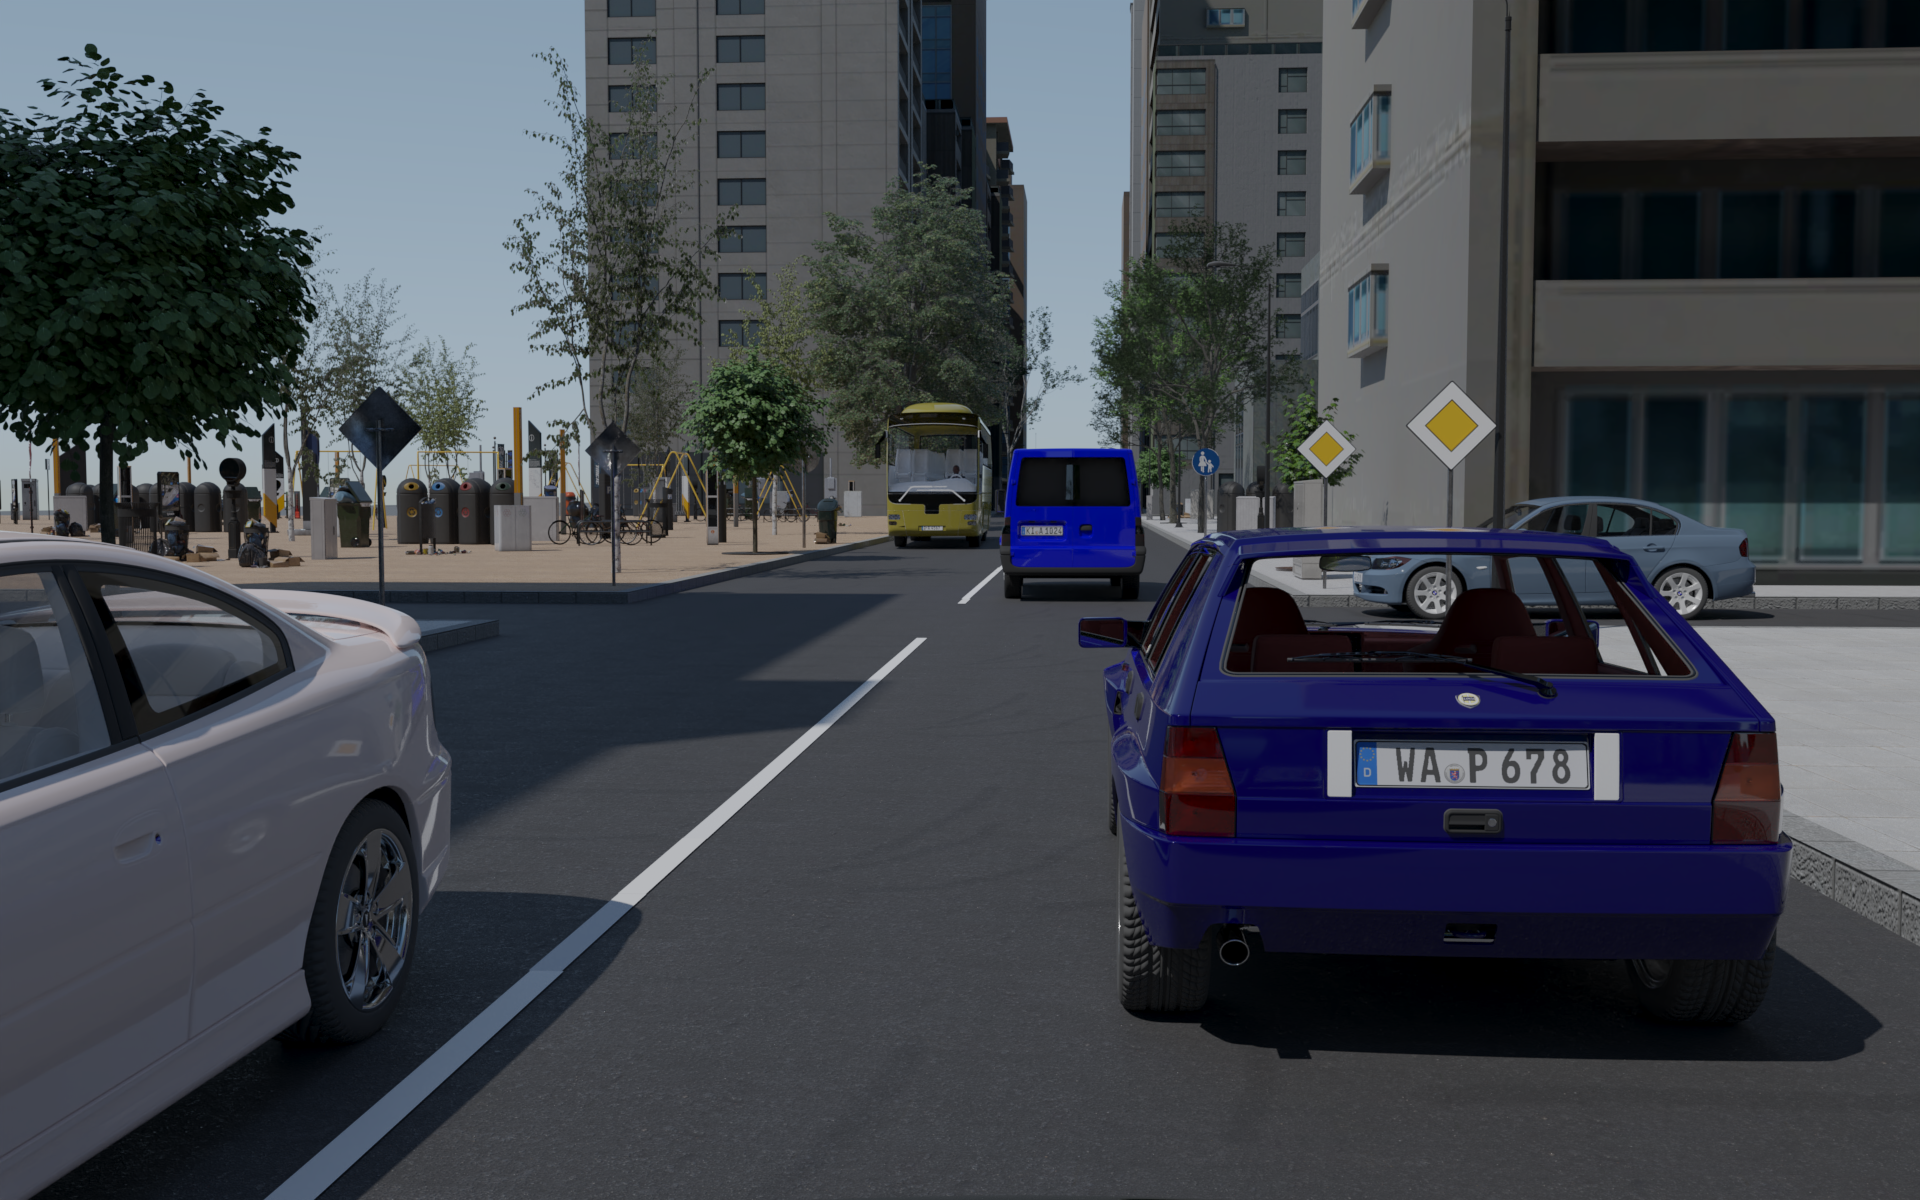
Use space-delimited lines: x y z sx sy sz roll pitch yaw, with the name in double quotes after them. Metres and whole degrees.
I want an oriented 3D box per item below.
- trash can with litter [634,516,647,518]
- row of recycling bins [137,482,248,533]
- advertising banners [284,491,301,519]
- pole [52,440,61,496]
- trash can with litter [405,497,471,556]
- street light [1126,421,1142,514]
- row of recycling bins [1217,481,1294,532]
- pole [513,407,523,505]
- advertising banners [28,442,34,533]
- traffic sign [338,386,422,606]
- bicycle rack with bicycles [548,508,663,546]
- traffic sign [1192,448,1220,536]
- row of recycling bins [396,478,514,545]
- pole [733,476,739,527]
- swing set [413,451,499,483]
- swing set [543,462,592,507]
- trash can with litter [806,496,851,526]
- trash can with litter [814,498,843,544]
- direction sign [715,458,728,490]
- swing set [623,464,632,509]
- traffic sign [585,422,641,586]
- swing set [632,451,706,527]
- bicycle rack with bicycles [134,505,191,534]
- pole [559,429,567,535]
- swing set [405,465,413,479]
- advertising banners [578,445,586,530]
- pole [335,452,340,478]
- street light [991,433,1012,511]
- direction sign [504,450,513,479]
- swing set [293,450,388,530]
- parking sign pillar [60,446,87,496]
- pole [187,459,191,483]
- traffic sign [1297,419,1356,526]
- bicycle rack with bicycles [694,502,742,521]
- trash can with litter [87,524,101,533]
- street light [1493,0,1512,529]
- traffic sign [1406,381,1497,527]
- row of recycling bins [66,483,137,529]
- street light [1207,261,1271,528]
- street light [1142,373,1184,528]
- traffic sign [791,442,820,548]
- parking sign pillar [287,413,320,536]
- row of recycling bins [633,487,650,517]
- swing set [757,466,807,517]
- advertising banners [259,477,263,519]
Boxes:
-16.624 -5.097 94.400 2.233 1.210 1.678 0 4 5 "trash can with litter"
-25.655 -3.132 58.328 3.534 1.692 1.069 1 4 9 "row of recycling bins"
-34.324 -5.714 89.611 2.074 3.025 0.090 3 4 36 "advertising banners"
-31.807 -4.107 60.999 0.158 3.312 0.155 0 3 0 "pole"
-11.125 -1.600 37.211 1.678 1.210 2.233 1 4 16 "trash can with litter"
10.231 -7.693 98.328 1.470 5.913 1.316 0 4 4 "street light"
9.995 -2.965 55.592 3.534 1.692 1.069 -1 4 -13 "row of recycling bins"
-10.365 -2.863 40.660 0.158 3.312 0.155 0 3 0 "pole"
-21.514 -2.685 40.094 0.090 3.025 2.074 -2 4 -28 "advertising banners"
-5.405 -0.766 16.162 0.795 2.450 0.064 0 4 4 "traffic sign"
-8.941 -1.864 43.861 2.925 0.926 2.852 -1 4 -13 "bicycle rack with bicycles"
6.819 -2.933 48.057 0.768 2.556 0.104 1 4 11 "traffic sign"
-12.786 -2.270 44.231 3.534 1.692 1.069 1 4 16 "row of recycling bins"
-8.692 -4.482 67.128 0.158 3.312 0.155 0 3 0 "pole"
-18.235 -4.027 63.457 3.119 2.851 2.862 -1 4 -16 "swing set"
-19.224 -5.298 84.249 2.862 2.851 3.119 0 4 -6 "swing set"
-5.101 -3.574 69.499 1.678 1.210 2.233 -2 4 -25 "trash can with litter"
-3.406 -2.031 44.589 0.624 1.170 1.055 0 4 8 "trash can with litter"
-13.179 -6.319 95.319 0.876 3.537 0.379 0 4 5 "direction sign"
-16.883 -5.736 91.407 3.119 2.851 2.862 1 4 8 "swing set"
-4.831 -1.253 24.127 0.795 2.450 0.064 0 4 4 "traffic sign"
-10.474 -4.116 64.909 2.862 2.851 3.119 0 4 0 "swing set"
-26.075 -2.599 55.877 2.852 0.926 2.925 -1 4 -8 "bicycle rack with bicycles"
-12.496 -3.709 54.489 0.158 3.312 0.155 0 3 0 "pole"
-28.185 -5.845 93.192 2.862 2.851 3.119 3 5 42 "swing set"
-12.929 -3.848 59.100 0.090 3.025 2.074 0 4 -7 "advertising banners"
-29.307 -5.365 81.566 0.158 3.312 0.155 0 3 0 "pole"
3.030 -9.704 131.198 1.470 5.913 1.316 0 4 4 "street light"
-23.344 -5.948 89.241 0.876 3.537 0.379 2 4 33 "direction sign"
-22.258 -3.962 62.392 3.119 2.851 2.862 -1 4 -9 "swing set"
-43.319 -5.870 84.443 1.447 3.967 1.447 3 4 38 "parking sign pillar"
-42.584 -6.232 95.733 0.158 3.312 0.155 0 3 0 "pole"
4.937 -1.209 23.404 0.795 2.450 0.064 0 4 4 "traffic sign"
-10.816 -4.195 81.972 2.925 0.926 2.852 1 4 13 "bicycle rack with bicycles"
-28.492 -2.828 57.618 1.055 1.170 0.624 0 4 -5 "trash can with litter"
4.273 -2.621 15.396 1.470 5.913 1.316 0 4 4 "street light"
4.362 -0.722 15.440 0.795 2.450 0.064 0 4 4 "traffic sign"
-31.217 -3.480 64.003 1.069 1.692 3.534 2 4 30 "row of recycling bins"
5.630 -3.803 34.714 1.470 5.913 1.316 0 4 4 "street light"
7.858 -5.733 66.272 1.470 5.913 1.316 0 4 4 "street light"
-3.711 -2.511 41.159 0.768 2.556 0.104 1 4 10 "traffic sign"
-20.216 -4.003 53.915 1.447 3.967 1.447 -1 4 -16 "parking sign pillar"
-17.562 -5.543 97.740 1.069 1.692 3.534 -2 4 -27 "row of recycling bins"
-10.038 -6.005 95.808 2.862 2.851 3.119 -1 4 -12 "swing set"
-33.707 -5.306 82.935 0.090 3.025 2.074 1 4 23 "advertising banners"
